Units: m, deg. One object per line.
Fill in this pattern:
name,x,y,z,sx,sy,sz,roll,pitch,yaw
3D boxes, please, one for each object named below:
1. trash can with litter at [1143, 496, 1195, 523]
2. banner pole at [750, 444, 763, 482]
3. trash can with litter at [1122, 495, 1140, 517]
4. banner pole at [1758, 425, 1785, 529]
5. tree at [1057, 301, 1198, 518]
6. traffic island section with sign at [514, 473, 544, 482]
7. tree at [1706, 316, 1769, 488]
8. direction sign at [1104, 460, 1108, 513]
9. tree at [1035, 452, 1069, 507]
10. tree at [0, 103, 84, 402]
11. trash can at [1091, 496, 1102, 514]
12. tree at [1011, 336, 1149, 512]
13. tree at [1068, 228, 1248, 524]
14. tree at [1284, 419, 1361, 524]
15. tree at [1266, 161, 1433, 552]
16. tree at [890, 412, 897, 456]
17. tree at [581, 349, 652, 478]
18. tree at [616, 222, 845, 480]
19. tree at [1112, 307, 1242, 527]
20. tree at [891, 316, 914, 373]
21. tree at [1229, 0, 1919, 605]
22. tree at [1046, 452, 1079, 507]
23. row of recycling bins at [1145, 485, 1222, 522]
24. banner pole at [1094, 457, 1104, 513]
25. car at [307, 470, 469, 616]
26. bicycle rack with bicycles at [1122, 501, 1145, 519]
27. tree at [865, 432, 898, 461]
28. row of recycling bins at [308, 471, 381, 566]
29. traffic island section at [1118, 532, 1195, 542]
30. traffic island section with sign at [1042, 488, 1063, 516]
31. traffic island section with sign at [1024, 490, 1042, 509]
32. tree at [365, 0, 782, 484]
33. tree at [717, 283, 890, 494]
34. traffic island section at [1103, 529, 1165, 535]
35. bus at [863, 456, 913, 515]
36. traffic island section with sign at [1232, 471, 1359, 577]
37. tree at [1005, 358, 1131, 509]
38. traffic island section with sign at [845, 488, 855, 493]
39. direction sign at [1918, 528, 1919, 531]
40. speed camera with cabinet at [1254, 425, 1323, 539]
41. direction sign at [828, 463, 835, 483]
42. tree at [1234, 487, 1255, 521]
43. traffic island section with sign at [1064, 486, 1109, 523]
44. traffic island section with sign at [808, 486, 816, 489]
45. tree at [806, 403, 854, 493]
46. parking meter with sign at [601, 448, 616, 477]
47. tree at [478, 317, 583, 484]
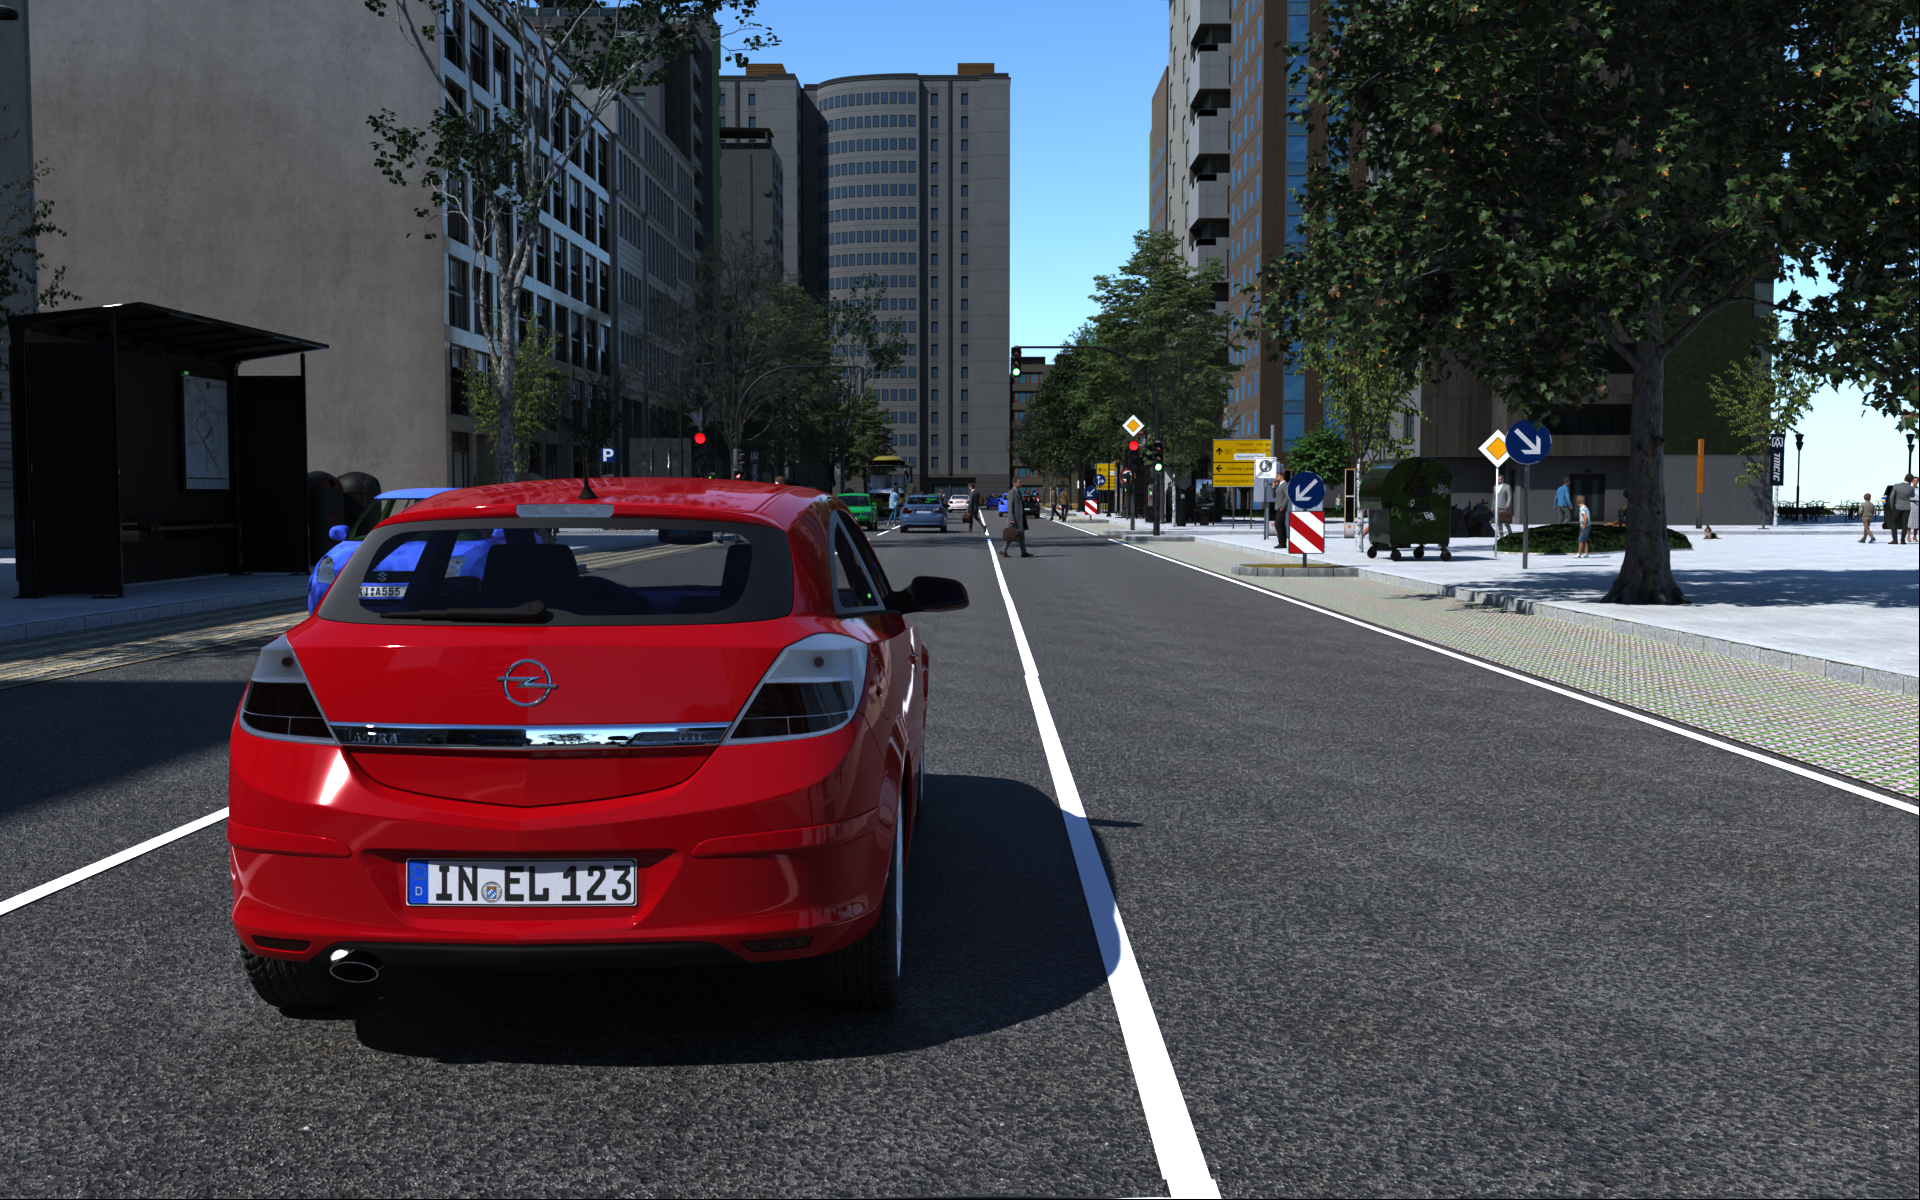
trash can with litter,9.547,-4.057,77.384,2.233,1.210,1.678,0,4,-4
banner pole,-10.127,-5.918,86.770,0.863,3.779,0.401,-1,4,-22
trash can with litter,9.930,-5.224,96.463,2.233,1.210,1.678,1,4,9
banner pole,29.645,-4.479,63.242,0.863,3.779,0.401,1,4,16
tree,8.905,-10.168,92.003,9.928,11.665,9.643,0,3,0
traffic island section with sign,-7.830,-1.381,31.210,1.989,1.847,2.006,0,4,0
tree,31.679,-7.160,67.428,4.737,8.622,4.395,0,3,0
direction sign,9.659,-7.496,114.553,0.379,3.537,0.876,0,4,-1
tree,9.412,-13.836,176.581,4.737,8.622,4.395,0,3,0
tree,-16.795,-4.757,28.142,4.360,8.622,3.978,0,3,0
trash can,8.824,-6.165,112.454,0.748,1.137,0.748,0,3,0
tree,8.703,-12.640,123.674,9.611,12.733,9.660,0,3,0
tree,8.568,-9.584,74.832,7.486,12.596,7.792,0,3,0
tree,15.924,-5.643,75.981,4.285,4.588,4.351,0,3,0
tree,8.739,-5.338,37.644,4.737,8.622,4.395,0,3,0
tree,-10.340,-16.098,181.331,7.486,12.596,7.792,0,3,0
tree,-18.283,-8.368,87.185,4.360,8.622,3.978,0,3,0
tree,-10.327,-10.300,78.778,12.009,13.543,11.850,0,3,0
tree,8.120,-7.149,67.241,4.360,8.622,3.978,0,3,0
tree,-8.463,-17.758,146.234,12.611,20.169,13.585,0,3,0
tree,8.004,-6.310,20.175,9.611,12.733,9.660,0,3,0
tree,9.642,-13.276,167.418,4.360,8.622,3.978,0,3,0
row of recycling bins,10.269,-4.436,79.635,3.534,1.692,1.069,0,4,-6
banner pole,9.519,-7.826,117.977,0.863,3.779,0.401,0,4,8
car,-5.515,-0.528,18.226,1.945,1.707,3.694,0,4,-1
bicycle rack with bicycles,9.863,-4.661,89.590,2.925,0.926,2.852,0,4,8
tree,-9.624,-15.524,204.185,4.360,8.622,3.978,0,3,0
row of recycling bins,-11.724,-1.447,30.768,1.069,1.692,3.534,2,4,24
traffic island section,6.067,-1.901,53.361,2.009,0.180,2.903,0,4,0
traffic island section with sign,6.577,-6.377,112.897,1.989,1.847,2.006,0,4,0
traffic island section with sign,6.996,-9.494,163.847,1.989,1.847,2.006,0,4,0
tree,-9.854,-11.413,42.484,12.611,20.169,13.585,0,3,0
tree,-9.271,-10.698,93.045,7.486,12.596,7.792,0,3,0
traffic island section,6.134,-2.389,61.345,2.009,0.180,2.903,0,4,0
bus,-4.616,-7.540,114.830,2.896,3.916,12.252,0,4,1
traffic island section with sign,5.884,-1.351,30.721,1.989,1.847,2.006,0,4,0
tree,9.510,-14.659,150.045,12.009,13.543,11.850,0,3,0
traffic island section with sign,-7.145,-6.385,113.021,1.989,1.847,2.006,0,4,0
direction sign,33.885,-4.215,60.914,0.379,3.537,0.876,3,4,38
speed camera with cabinet,9.497,-3.408,50.050,2.038,3.252,0.660,-1,4,-23
direction sign,-9.442,-8.277,127.321,0.379,3.537,0.876,-2,4,-32
tree,13.663,-5.376,82.493,1.663,3.219,1.824,0,3,0
traffic island section with sign,6.337,-4.729,85.943,1.989,1.847,2.006,0,4,0
traffic island section with sign,-7.369,-4.736,86.067,1.989,1.847,2.006,0,4,0
tree,-10.245,-11.240,134.130,4.360,8.622,3.978,0,3,0
parking meter with sign,-13.109,-4.174,64.501,0.543,3.016,1.738,-1,4,-10
tree,-18.371,-7.466,72.427,4.360,8.622,3.978,0,3,0
